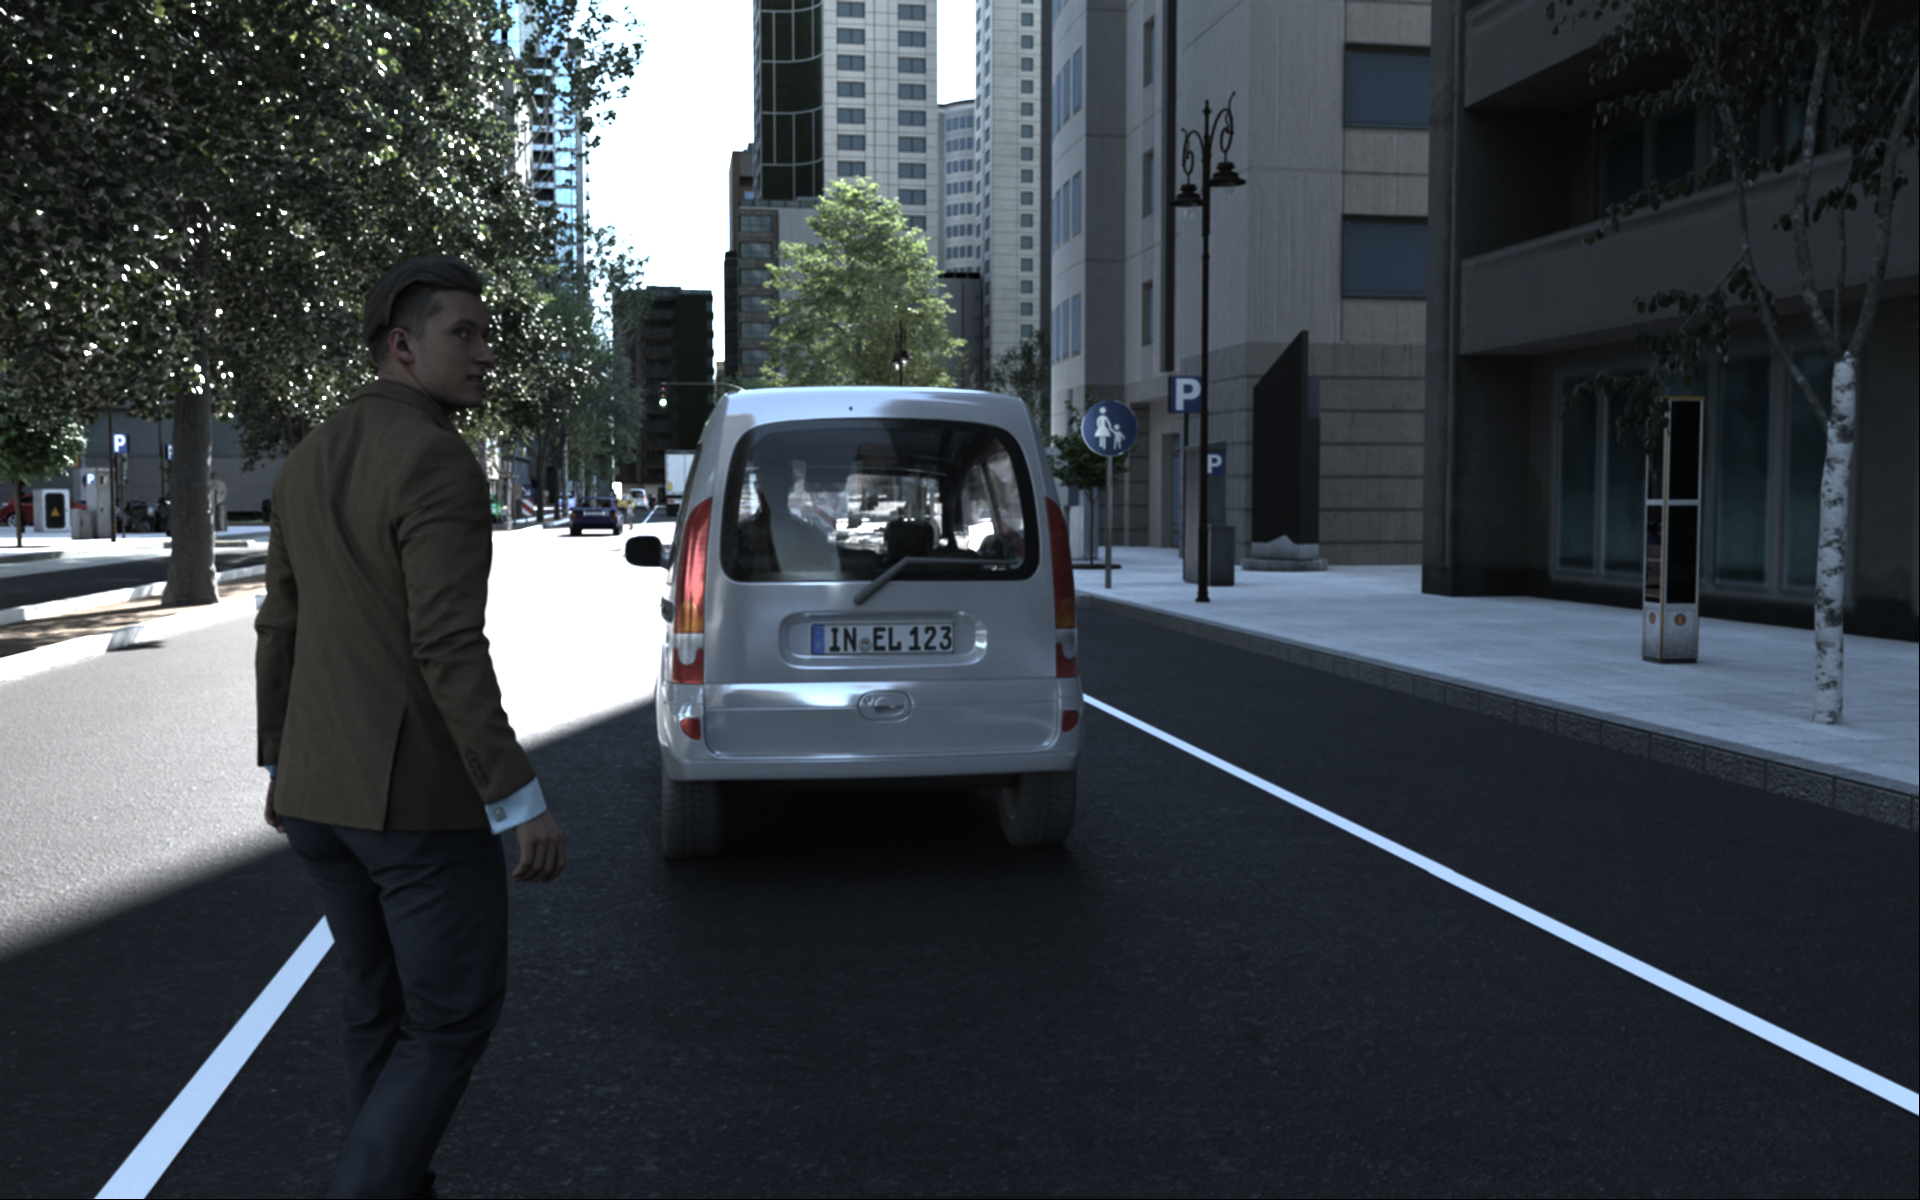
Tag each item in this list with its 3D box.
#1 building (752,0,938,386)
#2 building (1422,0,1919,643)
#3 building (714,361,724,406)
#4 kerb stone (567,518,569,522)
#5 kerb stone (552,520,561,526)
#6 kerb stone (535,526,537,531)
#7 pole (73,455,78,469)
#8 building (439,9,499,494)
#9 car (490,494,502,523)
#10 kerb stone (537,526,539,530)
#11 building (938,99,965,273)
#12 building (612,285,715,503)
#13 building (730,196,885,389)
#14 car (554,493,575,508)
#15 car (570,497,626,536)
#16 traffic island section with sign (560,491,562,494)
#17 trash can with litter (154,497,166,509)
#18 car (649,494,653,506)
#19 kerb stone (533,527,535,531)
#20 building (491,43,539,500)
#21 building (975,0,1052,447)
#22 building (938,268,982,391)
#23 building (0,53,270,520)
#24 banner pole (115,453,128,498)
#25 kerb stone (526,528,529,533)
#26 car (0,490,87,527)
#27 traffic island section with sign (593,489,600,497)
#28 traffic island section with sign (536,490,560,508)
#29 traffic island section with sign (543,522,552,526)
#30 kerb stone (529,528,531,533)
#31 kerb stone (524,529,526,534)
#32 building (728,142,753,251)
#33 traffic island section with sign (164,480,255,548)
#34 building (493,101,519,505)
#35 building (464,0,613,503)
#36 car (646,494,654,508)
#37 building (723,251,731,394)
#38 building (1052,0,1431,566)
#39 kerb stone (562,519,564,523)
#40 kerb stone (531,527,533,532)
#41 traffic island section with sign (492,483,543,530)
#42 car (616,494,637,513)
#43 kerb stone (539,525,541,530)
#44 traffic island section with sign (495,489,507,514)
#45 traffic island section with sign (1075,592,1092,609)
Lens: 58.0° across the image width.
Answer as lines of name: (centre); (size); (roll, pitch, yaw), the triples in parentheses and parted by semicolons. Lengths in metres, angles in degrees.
building: (-14.062, -45.952, 189.568); (20.563, 71.187, 20.611); (-1, 4, -10)
building: (18.233, -23.773, 12.395); (21.300, 48.544, 21.600); (-1, 4, -10)
building: (-21.212, -25.027, 254.226); (28.899, 21.520, 27.650); (-1, 4, -10)
kerb stone: (-19.916, -3.973, 87.146); (0.120, 0.150, 1.000); (-1, 4, -10)
kerb stone: (-18.886, -3.594, 81.084); (0.120, 0.150, 1.000); (-1, 4, -10)
kerb stone: (-16.416, -2.703, 66.438); (0.120, 0.150, 1.000); (-1, 4, -10)
pole: (-38.064, -4.939, 74.597); (0.158, 3.312, 0.155); (0, 3, 0)
building: (-49.793, -30.972, 156.496); (14.600, 45.320, 14.200); (-1, 4, -10)
car: (-24.324, -4.847, 88.046); (1.959, 1.807, 4.718); (-1, 4, -11)
kerb stone: (-16.582, -2.761, 67.447); (0.120, 0.150, 1.000); (-1, 4, -10)
building: (8.854, -43.557, 254.150); (28.212, 58.520, 21.231); (-1, 4, -10)
building: (-41.566, -28.829, 243.050); (14.107, 30.474, 14.160); (-1, 4, -10)
building: (-15.107, -24.516, 172.536); (14.160, 30.474, 14.107); (-1, 4, -10)
car: (-36.710, -9.265, 161.078); (1.945, 1.707, 3.694); (-1, 4, -11)
car: (-12.815, -2.971, 61.152); (1.945, 1.354, 3.894); (-1, 4, -9)
traffic island section with sign: (-46.927, -11.979, 204.490); (1.989, 1.847, 2.006); (-1, 4, -10)
trash can with litter: (-28.219, -3.089, 61.890); (0.624, 1.170, 1.055); (1, 4, 13)
car: (-39.029, -12.643, 215.506); (1.959, 1.807, 4.718); (0, 4, -8)
kerb stone: (-16.241, -2.644, 65.431); (0.120, 0.150, 1.000); (-1, 4, -10)
building: (-65.171, -37.805, 207.347); (27.495, 52.752, 28.713); (-1, 4, -10)
building: (12.276, -48.095, 224.598); (20.611, 71.187, 20.563); (-1, 4, -10)
building: (-5.215, -27.735, 225.168); (14.107, 30.474, 14.160); (-1, 4, -10)
building: (-46.122, -30.987, 95.876); (28.713, 52.752, 27.495); (-1, 4, -10)
banner pole: (-37.640, -5.362, 77.681); (0.863, 3.779, 0.401); (1, 4, 21)
kerb stone: (-15.729, -2.458, 62.399); (0.120, 0.150, 1.000); (-1, 4, -10)
car: (-36.459, -3.744, 70.255); (4.494, 1.783, 2.155); (-1, 4, -8)
traffic island section with sign: (-31.906, -8.774, 151.594); (2.006, 1.907, 1.989); (-1, 4, -10)
traffic island section with sign: (-42.293, -10.310, 177.188); (1.989, 1.847, 2.006); (-1, 4, -10)
traffic island section with sign: (-19.348, -4.243, 77.508); (2.006, 1.907, 1.989); (-1, 4, -10)
kerb stone: (-15.901, -2.521, 63.407); (0.120, 0.150, 1.000); (-1, 4, -10)
kerb stone: (-15.563, -2.392, 61.388); (0.120, 0.150, 1.000); (-1, 4, -10)
building: (-22.304, -34.942, 221.414); (14.600, 45.320, 14.200); (-1, 4, -10)
traffic island section with sign: (-20.226, -2.336, 46.821); (1.989, 1.847, 2.006); (-1, 4, -10)
building: (-58.512, -34.145, 177.873); (23.786, 49.044, 30.456); (-1, 4, -10)
building: (-64.876, -56.830, 241.846); (31.000, 86.520, 22.319); (-1, 4, -10)
car: (-32.668, -10.209, 178.721); (2.131, 1.459, 4.920); (-1, 4, -9)
building: (-21.287, -26.666, 207.685); (14.160, 30.474, 14.107); (-1, 4, -10)
building: (13.063, -30.736, 44.530); (21.231, 58.520, 28.212); (-1, 4, -10)
kerb stone: (-19.236, -3.725, 83.098); (0.120, 0.150, 1.000); (-1, 4, -10)
kerb stone: (-16.069, -2.582, 64.415); (0.120, 0.150, 1.000); (-1, 4, -10)
traffic island section with sign: (-18.120, -3.796, 70.203); (2.006, 1.907, 1.989); (-1, 4, -10)
car: (-26.251, -7.637, 135.089); (2.015, 1.641, 3.980); (-1, 4, -9)
kerb stone: (-16.758, -2.827, 68.453); (0.120, 0.150, 1.000); (-1, 4, -10)
traffic island section with sign: (-33.920, -7.284, 127.715); (1.989, 1.847, 2.006); (-1, 4, -10)
traffic island section with sign: (0.518, -0.844, 22.435); (1.989, 1.847, 2.006); (-1, 4, -10)
